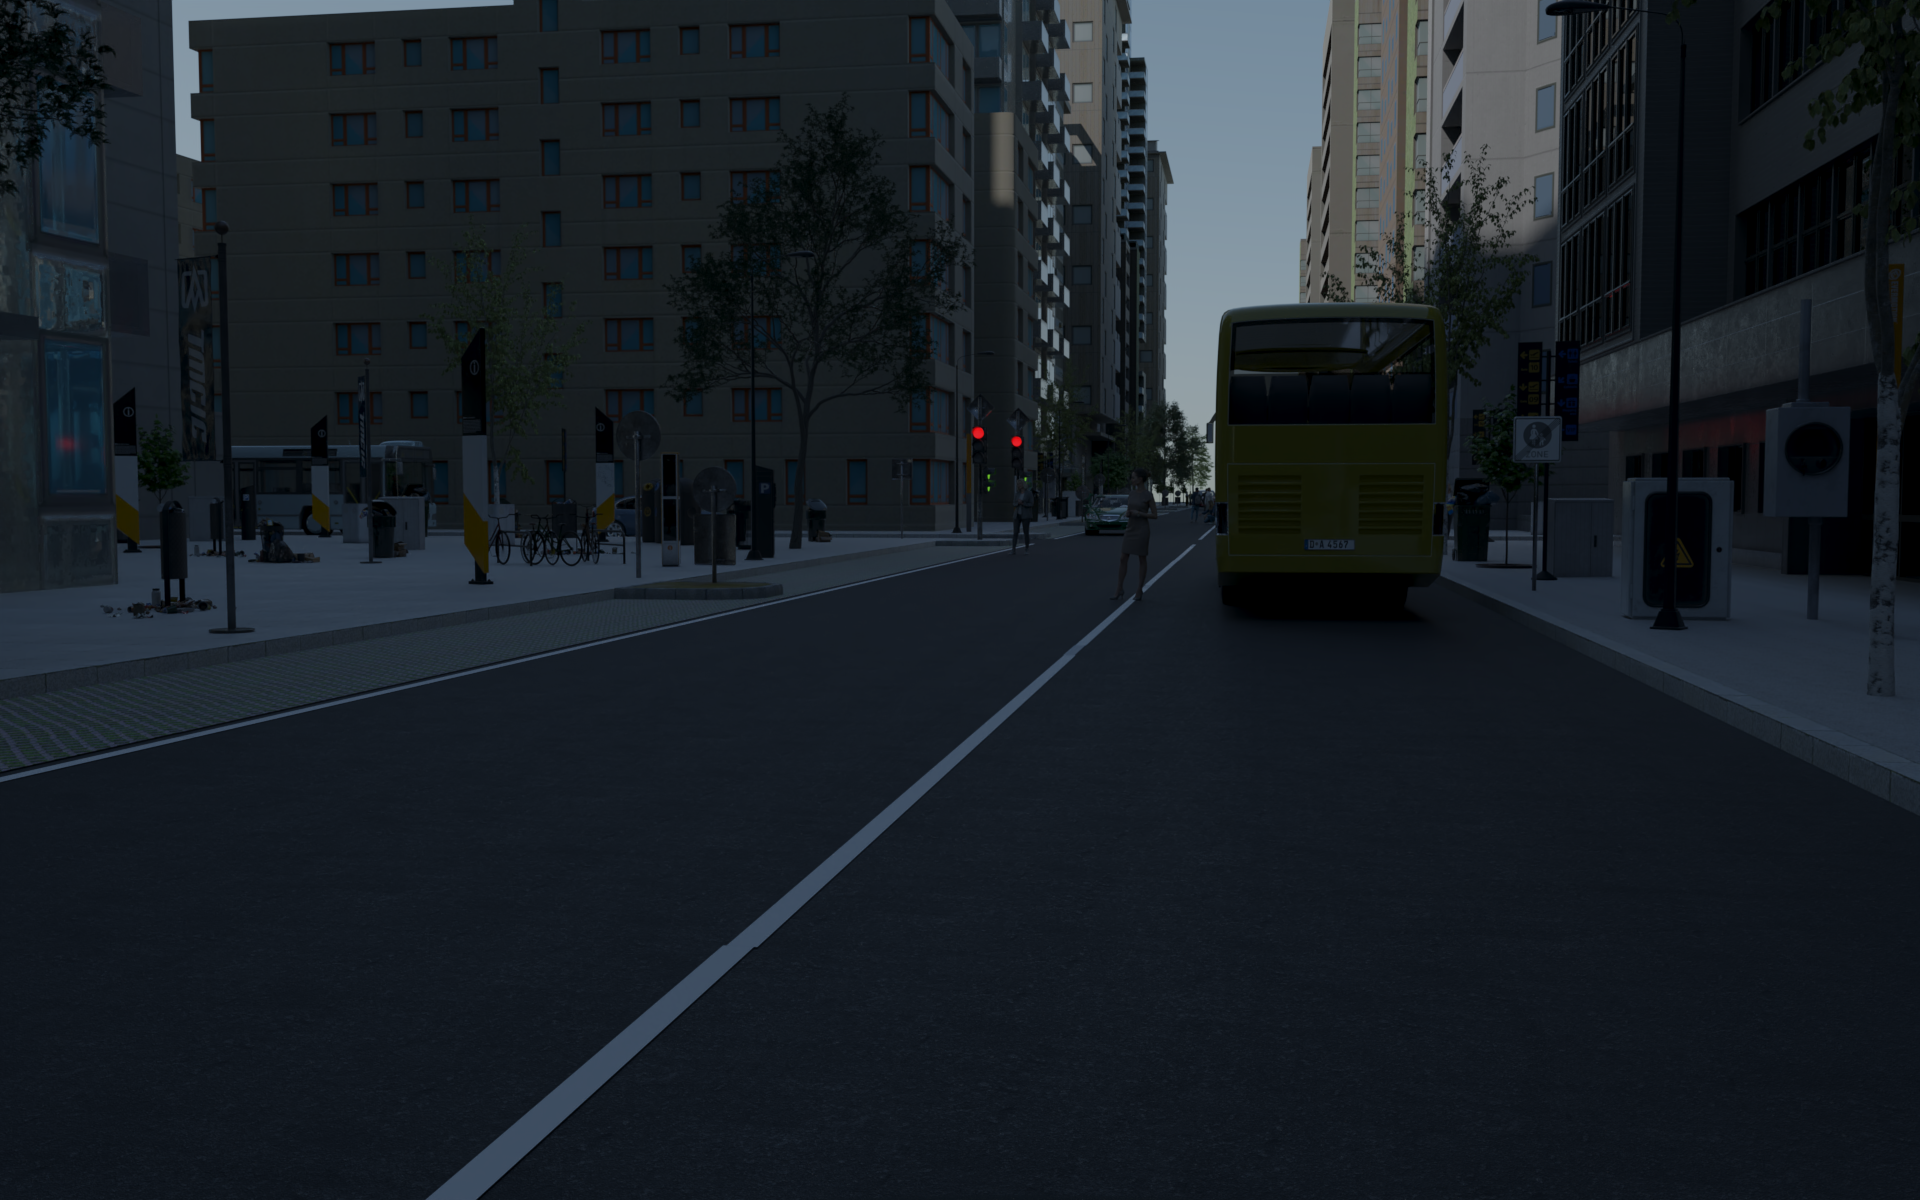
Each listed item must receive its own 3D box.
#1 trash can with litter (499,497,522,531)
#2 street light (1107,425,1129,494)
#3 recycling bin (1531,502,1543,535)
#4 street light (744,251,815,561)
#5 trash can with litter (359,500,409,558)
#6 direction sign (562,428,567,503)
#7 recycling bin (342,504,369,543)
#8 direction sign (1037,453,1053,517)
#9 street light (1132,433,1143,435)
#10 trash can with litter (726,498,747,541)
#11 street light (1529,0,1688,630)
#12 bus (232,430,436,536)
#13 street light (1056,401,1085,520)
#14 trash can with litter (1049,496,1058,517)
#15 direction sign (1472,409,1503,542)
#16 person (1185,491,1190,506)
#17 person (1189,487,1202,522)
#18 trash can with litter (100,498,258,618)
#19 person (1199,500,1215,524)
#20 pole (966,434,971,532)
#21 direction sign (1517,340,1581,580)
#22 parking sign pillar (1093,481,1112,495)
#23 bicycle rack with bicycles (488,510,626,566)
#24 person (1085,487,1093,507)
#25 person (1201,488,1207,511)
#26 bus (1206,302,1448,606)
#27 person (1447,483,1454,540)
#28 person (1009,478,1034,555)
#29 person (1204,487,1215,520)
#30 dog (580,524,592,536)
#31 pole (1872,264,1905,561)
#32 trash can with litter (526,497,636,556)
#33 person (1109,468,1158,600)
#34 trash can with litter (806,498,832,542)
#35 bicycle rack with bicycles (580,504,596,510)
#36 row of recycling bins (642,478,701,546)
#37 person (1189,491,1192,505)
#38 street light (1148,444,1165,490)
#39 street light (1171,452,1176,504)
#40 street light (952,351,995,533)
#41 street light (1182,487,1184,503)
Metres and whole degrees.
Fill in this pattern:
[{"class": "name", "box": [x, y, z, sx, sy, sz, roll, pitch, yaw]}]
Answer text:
[{"class": "trash can with litter", "box": [-15.621, -2.977, 60.057, 1.055, 1.170, 0.624, 2, 4, 31]}, {"class": "street light", "box": [10.475, -8.775, 116.018, 1.470, 5.913, 1.316, 1, 4, 10]}, {"class": "recycling bin", "box": [18.366, -2.563, 54.453, 0.722, 1.027, 0.722, 2, 4, 25]}, {"class": "street light", "box": [-3.463, -3.718, 33.328, 1.470, 5.913, 1.316, 1, 4, 10]}, {"class": "trash can with litter", "box": [-11.623, -1.445, 35.020, 0.624, 1.170, 1.055, 0, 4, 8]}, {"class": "direction sign", "box": [-13.710, -4.162, 60.048, 0.379, 3.537, 0.876, 0, 4, -5]}, {"class": "recycling bin", "box": [-15.679, -2.009, 45.407, 0.722, 1.027, 0.722, 2, 4, 34]}, {"class": "direction sign", "box": [4.685, -6.303, 95.053, 0.876, 3.537, 0.379, 0, 4, -5]}, {"class": "street light", "box": [13.216, -9.751, 131.972, 1.470, 5.913, 1.316, 1, 4, 10]}, {"class": "trash can with litter", "box": [-6.251, -2.171, 46.888, 1.055, 1.170, 0.624, 2, 4, 27]}, {"class": "street light", "box": [6.209, -2.682, 16.388, 1.470, 5.913, 1.316, 1, 4, 10]}, {"class": "bus", "box": [-22.969, -3.772, 56.538, 13.247, 3.499, 2.948, 1, 4, 11]}, {"class": "street light", "box": [5.519, -6.982, 86.694, 1.470, 5.913, 1.316, 1, 4, 10]}, {"class": "trash can with litter", "box": [5.382, -5.305, 98.129, 0.624, 1.170, 1.055, 1, 4, 9]}, {"class": "direction sign", "box": [14.143, -3.324, 46.339, 0.876, 3.537, 0.379, 2, 4, 25]}, {"class": "person", "box": [24.575, -10.864, 186.852, 0.721, 1.736, 1.217, 2, 4, 28]}, {"class": "person", "box": [11.903, -4.811, 87.506, 0.623, 1.781, 0.721, 0, 4, 3]}, {"class": "trash can with litter", "box": [-8.798, -0.477, 18.856, 1.678, 1.210, 2.233, 0, 4, -7]}, {"class": "person", "box": [11.862, -4.163, 82.064, 0.738, 1.151, 1.012, -1, 4, -19]}, {"class": "pole", "box": [0.300, -3.965, 58.669, 0.158, 3.312, 0.155, 0, 3, 0]}, {"class": "direction sign", "box": [8.733, -2.066, 25.780, 0.876, 3.537, 0.379, 1, 4, 22]}, {"class": "parking sign pillar", "box": [10.430, -8.455, 126.710, 1.447, 3.967, 1.447, 1, 4, 20]}, {"class": "bicycle rack with bicycles", "box": [-7.393, -1.123, 31.746, 2.852, 0.926, 2.925, -2, 4, -32]}, {"class": "person", "box": [6.102, -4.552, 83.175, 0.600, 1.795, 0.529, 0, 4, 7]}, {"class": "person", "box": [17.792, -7.165, 125.416, 0.659, 1.850, 0.755, 3, 4, 37]}, {"class": "bus", "box": [4.988, -2.054, 25.134, 2.896, 3.916, 12.252, 1, 4, 8]}, {"class": "person", "box": [14.733, -2.661, 52.191, 0.537, 1.800, 0.526, 0, 4, 7]}, {"class": "person", "box": [1.475, -1.974, 40.959, 0.537, 1.800, 0.526, 2, 4, 34]}, {"class": "person", "box": [13.412, -5.187, 93.537, 0.641, 1.798, 0.478, -1, 4, -22]}, {"class": "dog", "box": [-11.695, -2.163, 54.649, 0.406, 0.507, 0.540, 1, 4, 9]}, {"class": "pole", "box": [8.289, -1.323, 15.480, 0.158, 3.312, 0.155, 0, 3, 0]}, {"class": "trash can with litter", "box": [-8.020, -1.576, 36.828, 2.233, 1.210, 1.678, 0, 4, -7]}, {"class": "person", "box": [2.347, -0.888, 23.366, 0.599, 1.781, 0.374, 3, 5, 43]}, {"class": "trash can with litter", "box": [-3.712, -2.142, 46.406, 0.624, 1.170, 1.055, -2, 4, -29]}, {"class": "bicycle rack with bicycles", "box": [-11.993, -2.851, 59.999, 2.852, 0.926, 2.925, 0, 4, -4]}, {"class": "row of recycling bins", "box": [-7.436, -2.302, 44.757, 1.069, 1.692, 3.534, -1, 4, -23]}, {"class": "person", "box": [28.966, -12.808, 218.000, 1.348, 1.812, 0.705, -3, 5, -41]}, {"class": "street light", "box": [18.096, -11.562, 161.585, 1.470, 5.913, 1.316, 1, 4, 10]}, {"class": "street light", "box": [23.096, -13.359, 190.957, 1.470, 5.913, 1.316, 1, 4, 10]}, {"class": "street light", "box": [0.433, -5.136, 56.507, 1.470, 5.913, 1.316, 1, 4, 10]}, {"class": "street light", "box": [26.961, -14.767, 213.977, 1.470, 5.913, 1.316, 1, 4, 10]}]
